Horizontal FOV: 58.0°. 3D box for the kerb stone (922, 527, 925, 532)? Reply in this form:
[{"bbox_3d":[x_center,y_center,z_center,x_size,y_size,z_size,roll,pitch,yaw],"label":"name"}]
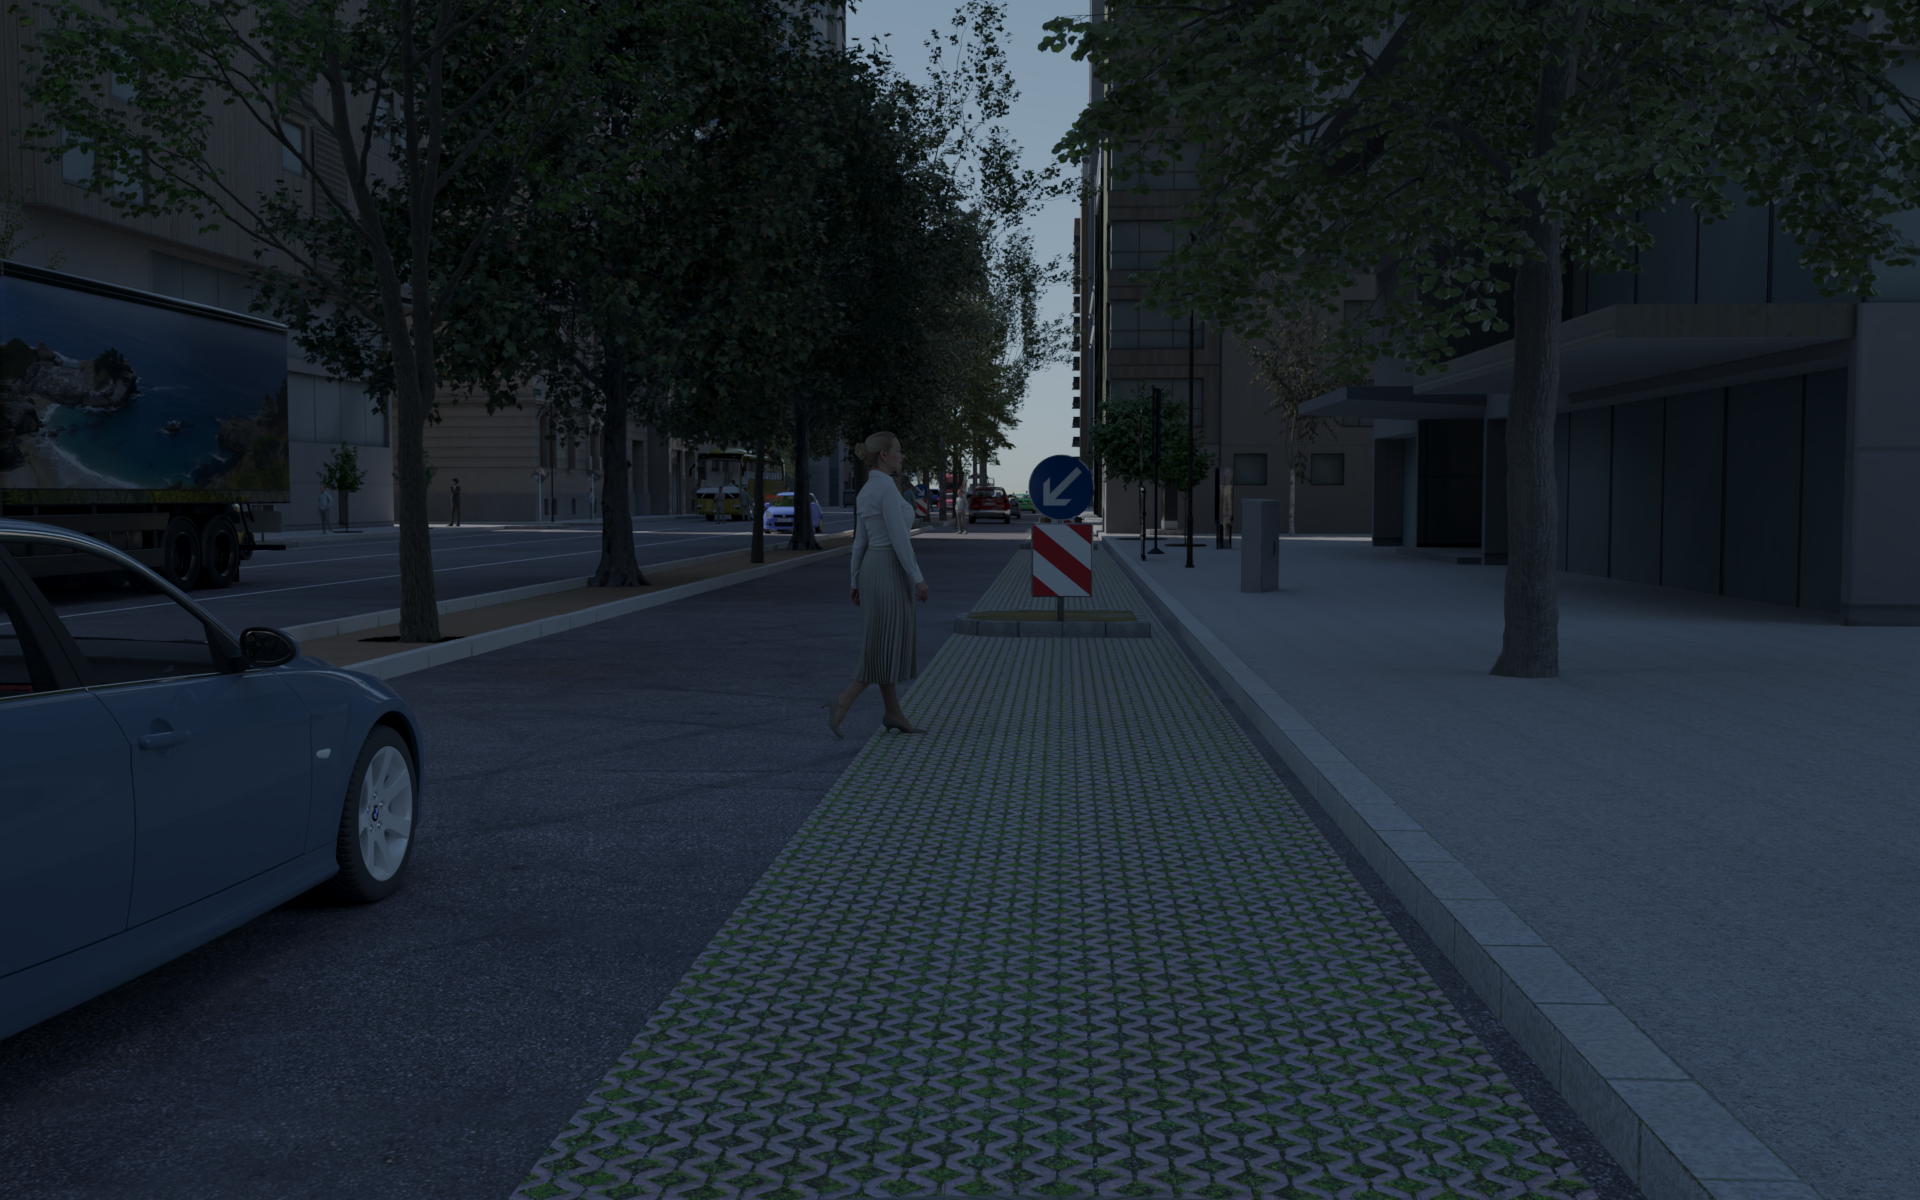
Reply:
[{"bbox_3d":[-1.498,-2.555,63.977,0.120,0.150,1.000,0,4,3],"label":"kerb stone"}]

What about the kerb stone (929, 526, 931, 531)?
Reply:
[{"bbox_3d":[-1.311,-2.743,67.050,0.120,0.150,1.000,0,4,3],"label":"kerb stone"}]

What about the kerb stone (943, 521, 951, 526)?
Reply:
[{"bbox_3d":[-0.602,-3.470,78.922,0.120,0.150,1.000,0,4,3],"label":"kerb stone"}]

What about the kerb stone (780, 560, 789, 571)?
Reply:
[{"bbox_3d":[-3.373,-0.611,32.207,0.120,0.150,1.000,0,4,3],"label":"kerb stone"}]

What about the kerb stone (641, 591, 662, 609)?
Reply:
[{"bbox_3d":[-3.985,0.013,21.976,0.120,0.150,1.000,0,4,3],"label":"kerb stone"}]

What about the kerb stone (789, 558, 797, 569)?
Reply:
[{"bbox_3d":[-3.317,-0.674,33.228,0.120,0.150,1.000,0,4,3],"label":"kerb stone"}]

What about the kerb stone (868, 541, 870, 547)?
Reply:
[{"bbox_3d":[-2.414,-1.612,48.622,0.120,0.150,1.000,0,4,3],"label":"kerb stone"}]

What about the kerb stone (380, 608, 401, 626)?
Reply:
[{"bbox_3d":[-6.262,0.191,19.079,0.120,0.150,1.000,0,4,3],"label":"kerb stone"}]

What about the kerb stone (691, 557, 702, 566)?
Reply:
[{"bbox_3d":[-5.353,-0.749,34.435,0.120,0.150,1.000,0,4,3],"label":"kerb stone"}]

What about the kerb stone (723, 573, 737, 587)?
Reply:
[{"bbox_3d":[-3.681,-0.300,27.099,0.120,0.150,1.000,0,4,3],"label":"kerb stone"}]

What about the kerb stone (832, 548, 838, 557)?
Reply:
[{"bbox_3d":[-2.951,-1.048,39.375,0.120,0.150,1.000,0,4,3],"label":"kerb stone"}]

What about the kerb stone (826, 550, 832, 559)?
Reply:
[{"bbox_3d":[-3.010,-0.988,38.346,0.120,0.150,1.000,0,4,3],"label":"kerb stone"}]

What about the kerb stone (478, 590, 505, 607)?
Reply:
[{"bbox_3d":[-6.077,0.005,22.143,0.120,0.150,1.000,0,4,3],"label":"kerb stone"}]

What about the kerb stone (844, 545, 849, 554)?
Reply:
[{"bbox_3d":[-2.836,-1.177,41.434,0.120,0.150,1.000,0,4,3],"label":"kerb stone"}]

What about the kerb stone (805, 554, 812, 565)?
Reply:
[{"bbox_3d":[-3.200,-0.794,35.272,0.120,0.150,1.000,0,4,3],"label":"kerb stone"}]

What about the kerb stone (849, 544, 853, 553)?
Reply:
[{"bbox_3d":[-2.768,-1.240,42.466,0.120,0.150,1.000,0,4,3],"label":"kerb stone"}]

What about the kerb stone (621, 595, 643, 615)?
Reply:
[{"bbox_3d":[-4.047,0.076,20.952,0.120,0.150,1.000,0,4,3],"label":"kerb stone"}]

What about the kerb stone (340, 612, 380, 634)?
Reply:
[{"bbox_3d":[-6.323,0.254,18.050,0.120,0.150,1.000,0,4,3],"label":"kerb stone"}]

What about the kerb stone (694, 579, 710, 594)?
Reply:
[{"bbox_3d":[-3.806,-0.174,25.040,0.120,0.150,1.000,0,4,3],"label":"kerb stone"}]

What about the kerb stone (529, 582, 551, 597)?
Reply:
[{"bbox_3d":[-5.960,-0.122,24.190,0.120,0.150,1.000,0,4,3],"label":"kerb stone"}]

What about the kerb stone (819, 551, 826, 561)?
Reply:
[{"bbox_3d":[-3.076,-0.922,37.324,0.120,0.150,1.000,0,4,3],"label":"kerb stone"}]

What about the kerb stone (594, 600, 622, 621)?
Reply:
[{"bbox_3d":[-4.100,0.139,19.920,0.120,0.150,1.000,0,4,3],"label":"kerb stone"}]

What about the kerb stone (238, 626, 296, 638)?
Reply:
[{"bbox_3d":[-6.438,0.380,16.001,0.120,0.150,1.000,0,4,3],"label":"kerb stone"}]

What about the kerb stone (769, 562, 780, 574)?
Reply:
[{"bbox_3d":[-3.436,-0.549,31.187,0.120,0.150,1.000,0,4,3],"label":"kerb stone"}]

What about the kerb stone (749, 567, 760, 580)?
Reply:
[{"bbox_3d":[-3.559,-0.422,29.140,0.120,0.150,1.000,0,4,3],"label":"kerb stone"}]

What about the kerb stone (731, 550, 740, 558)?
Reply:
[{"bbox_3d":[-5.100,-1.000,38.550,0.120,0.150,1.000,0,4,3],"label":"kerb stone"}]

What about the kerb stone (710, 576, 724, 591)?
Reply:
[{"bbox_3d":[-3.743,-0.236,26.061,0.120,0.150,1.000,0,4,3],"label":"kerb stone"}]

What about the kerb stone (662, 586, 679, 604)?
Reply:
[{"bbox_3d":[-3.930,-0.044,22.997,0.120,0.150,1.000,0,4,3],"label":"kerb stone"}]

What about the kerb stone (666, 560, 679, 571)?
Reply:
[{"bbox_3d":[-5.474,-0.623,32.377,0.120,0.150,1.000,0,4,3],"label":"kerb stone"}]

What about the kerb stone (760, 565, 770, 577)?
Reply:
[{"bbox_3d":[-3.499,-0.480,30.167,0.120,0.150,1.000,0,4,3],"label":"kerb stone"}]

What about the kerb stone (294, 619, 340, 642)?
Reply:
[{"bbox_3d":[-6.392,0.316,17.022,0.120,0.150,1.000,0,4,3],"label":"kerb stone"}]

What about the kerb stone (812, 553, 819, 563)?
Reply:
[{"bbox_3d":[-3.135,-0.863,36.300,0.120,0.150,1.000,0,4,3],"label":"kerb stone"}]

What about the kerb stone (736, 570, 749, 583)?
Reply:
[{"bbox_3d":[-3.621,-0.362,28.120,0.120,0.150,1.000,0,4,3],"label":"kerb stone"}]

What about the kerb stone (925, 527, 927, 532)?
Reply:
[{"bbox_3d":[-1.434,-2.618,64.997,0.120,0.150,1.000,0,4,3],"label":"kerb stone"}]

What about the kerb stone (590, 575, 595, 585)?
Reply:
[{"bbox_3d":[-5.779,-0.305,27.267,0.120,0.150,1.000,0,4,3],"label":"kerb stone"}]

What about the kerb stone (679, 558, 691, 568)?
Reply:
[{"bbox_3d":[-5.413,-0.685,33.401,0.120,0.150,1.000,0,4,3],"label":"kerb stone"}]

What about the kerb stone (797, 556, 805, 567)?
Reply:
[{"bbox_3d":[-3.257,-0.737,34.251,0.120,0.150,1.000,0,4,3],"label":"kerb stone"}]

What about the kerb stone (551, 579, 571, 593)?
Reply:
[{"bbox_3d":[-5.897,-0.184,25.216,0.120,0.150,1.000,0,4,3],"label":"kerb stone"}]

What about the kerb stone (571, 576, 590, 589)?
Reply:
[{"bbox_3d":[-5.835,-0.247,26.242,0.120,0.150,1.000,0,4,3],"label":"kerb stone"}]

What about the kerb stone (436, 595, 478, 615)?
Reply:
[{"bbox_3d":[-6.139,0.068,21.120,0.120,0.150,1.000,0,4,3],"label":"kerb stone"}]

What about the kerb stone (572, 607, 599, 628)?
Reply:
[{"bbox_3d":[-4.163,0.209,18.900,0.120,0.150,1.000,0,4,3],"label":"kerb stone"}]

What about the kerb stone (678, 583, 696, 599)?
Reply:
[{"bbox_3d":[-3.863,-0.112,24.020,0.120,0.150,1.000,0,4,3],"label":"kerb stone"}]

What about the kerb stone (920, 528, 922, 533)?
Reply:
[{"bbox_3d":[-1.555,-2.493,62.949,0.120,0.150,1.000,0,4,3],"label":"kerb stone"}]

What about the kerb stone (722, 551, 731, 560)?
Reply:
[{"bbox_3d":[-5.169,-0.938,37.530,0.120,0.150,1.000,0,4,3],"label":"kerb stone"}]

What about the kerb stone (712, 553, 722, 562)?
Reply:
[{"bbox_3d":[-5.224,-0.875,36.494,0.120,0.150,1.000,0,4,3],"label":"kerb stone"}]

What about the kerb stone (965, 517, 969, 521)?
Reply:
[{"bbox_3d":[0.489,-4.593,97.315,0.120,0.150,1.000,0,4,3],"label":"kerb stone"}]

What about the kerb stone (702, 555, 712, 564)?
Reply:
[{"bbox_3d":[-5.287,-0.805,35.464,0.120,0.150,1.000,0,4,3],"label":"kerb stone"}]

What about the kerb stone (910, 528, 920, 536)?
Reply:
[{"bbox_3d":[-1.614,-2.430,61.925,0.120,0.150,1.000,0,4,3],"label":"kerb stone"}]

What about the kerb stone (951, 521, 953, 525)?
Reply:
[{"bbox_3d":[-0.541,-3.532,79.942,0.120,0.150,1.000,0,4,3],"label":"kerb stone"}]

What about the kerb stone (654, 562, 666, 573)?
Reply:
[{"bbox_3d":[-5.538,-0.558,31.356,0.120,0.150,1.000,0,4,3],"label":"kerb stone"}]

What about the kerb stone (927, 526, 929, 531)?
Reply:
[{"bbox_3d":[-1.366,-2.680,66.019,0.120,0.150,1.000,0,4,3],"label":"kerb stone"}]

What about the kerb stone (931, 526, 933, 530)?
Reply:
[{"bbox_3d":[-1.242,-2.803,68.070,0.120,0.150,1.000,0,4,3],"label":"kerb stone"}]

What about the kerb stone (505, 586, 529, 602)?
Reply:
[{"bbox_3d":[-6.009,-0.059,23.163,0.120,0.150,1.000,0,4,3],"label":"kerb stone"}]

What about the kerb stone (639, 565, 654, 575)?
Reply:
[{"bbox_3d":[-5.589,-0.498,30.335,0.120,0.150,1.000,0,4,3],"label":"kerb stone"}]

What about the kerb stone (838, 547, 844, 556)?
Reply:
[{"bbox_3d":[-2.884,-1.114,40.412,0.120,0.150,1.000,0,4,3],"label":"kerb stone"}]
